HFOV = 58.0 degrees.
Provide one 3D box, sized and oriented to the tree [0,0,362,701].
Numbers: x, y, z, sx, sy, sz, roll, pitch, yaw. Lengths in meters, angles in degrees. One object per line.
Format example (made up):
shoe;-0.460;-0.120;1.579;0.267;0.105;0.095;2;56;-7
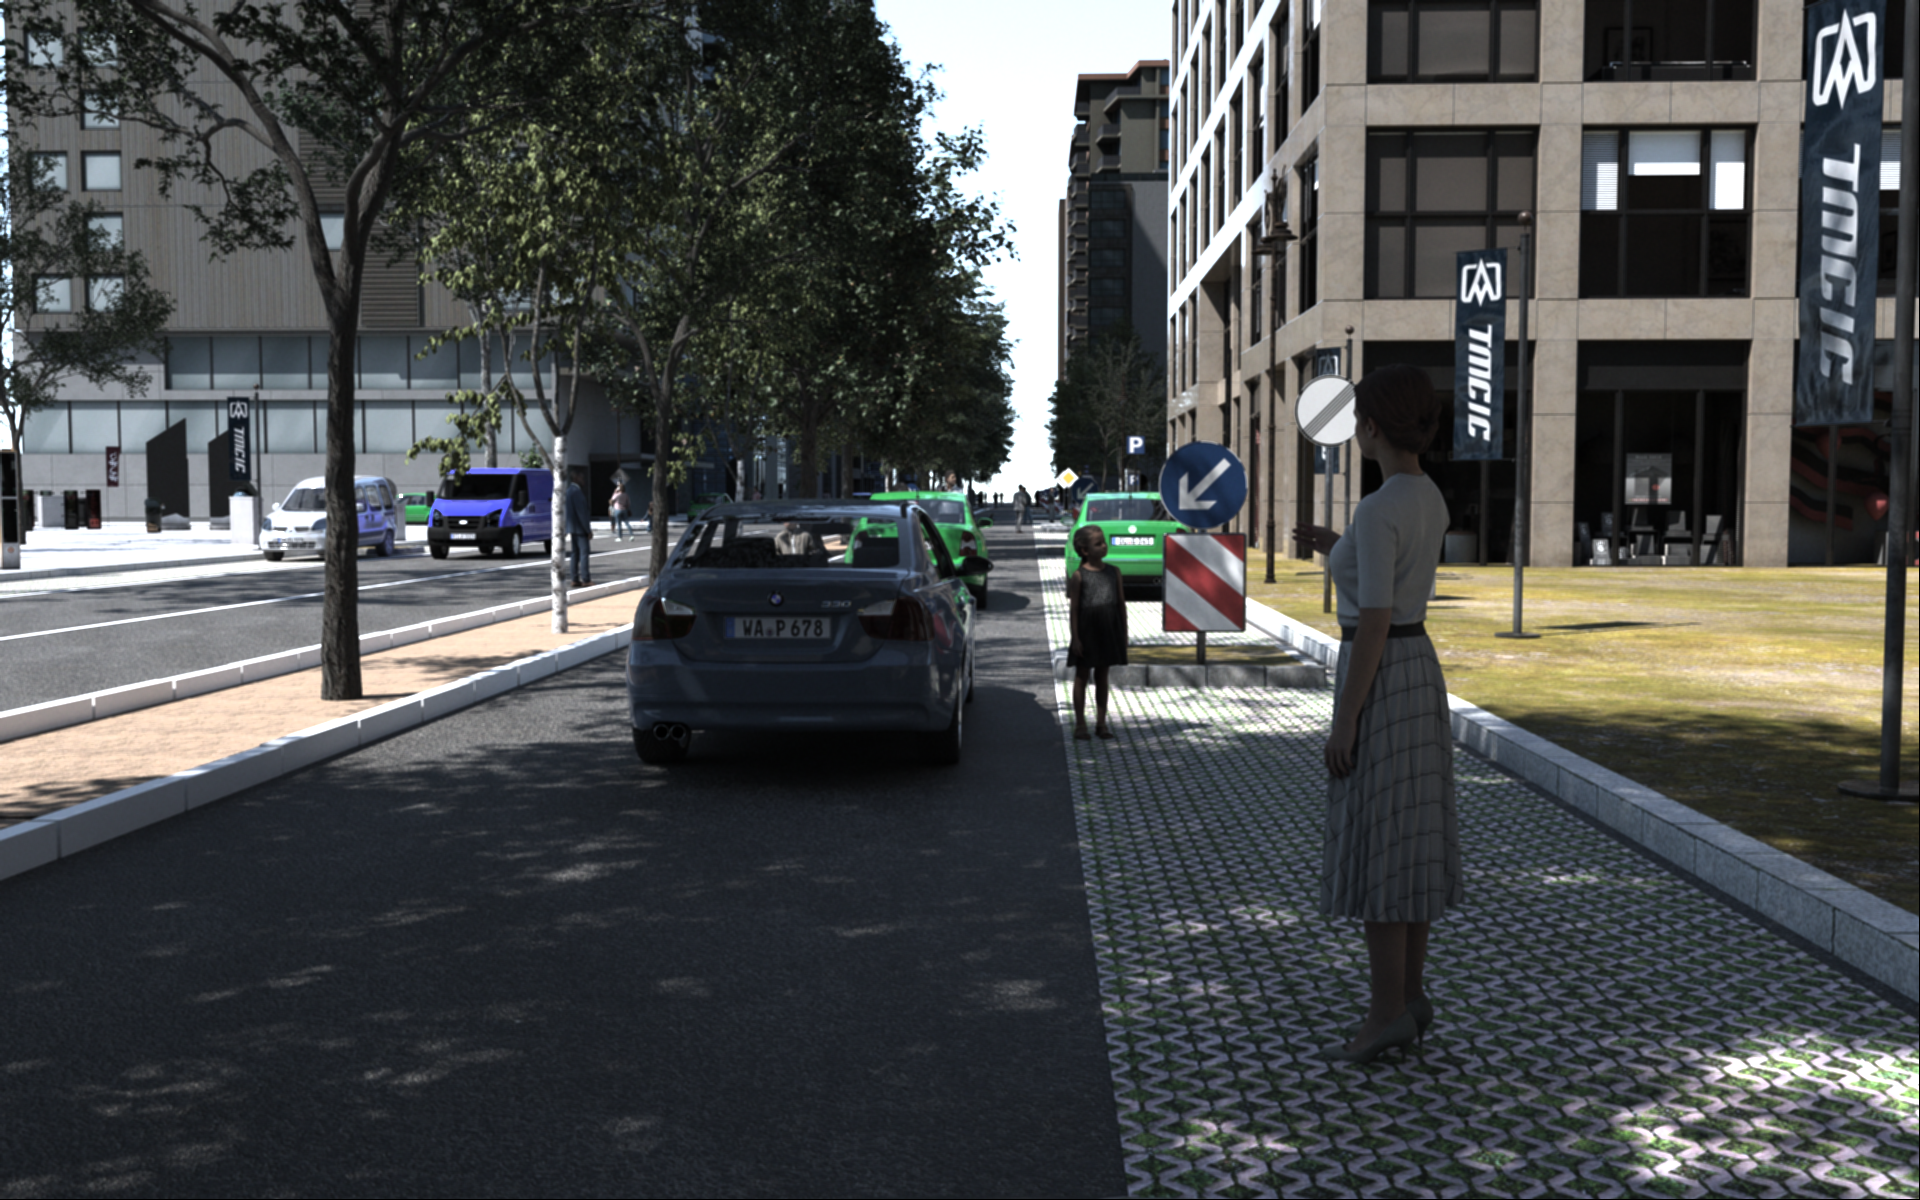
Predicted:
tree;-4.341;-4.558;11.386;8.767;10.594;7.601;0;4;2

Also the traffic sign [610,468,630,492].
traffic sign;-12.982;-3.822;66.135;0.795;2.450;0.064;0;4;2

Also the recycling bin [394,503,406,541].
recycling bin;-15.615;-2.123;47.271;0.722;1.027;0.722;-3;5;-43

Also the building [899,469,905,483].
building;-21.168;-26.626;280.366;27.650;21.520;28.899;0;4;2

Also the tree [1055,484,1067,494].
tree;11.642;-12.626;201.041;1.663;3.219;1.824;0;3;0

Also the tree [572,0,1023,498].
tree;-3.412;-7.298;38.789;9.611;12.733;9.660;0;3;0

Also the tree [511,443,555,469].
tree;-15.847;-4.294;64.812;1.663;3.219;1.824;0;3;0

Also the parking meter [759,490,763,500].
parking meter;-12.867;-6.291;111.275;0.372;1.533;0.369;0;3;0

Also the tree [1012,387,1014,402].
tree;-1.488;-9.336;89.505;8.767;10.594;7.601;0;4;2

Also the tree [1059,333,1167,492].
tree;7.625;-7.899;79.504;4.360;8.622;3.978;0;3;0

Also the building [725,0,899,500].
building;-19.642;-57.195;247.813;22.319;86.520;31.000;0;4;2

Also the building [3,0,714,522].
building;-28.563;-30.564;88.967;28.713;52.752;27.495;0;4;2

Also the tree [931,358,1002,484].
tree;-0.808;-10.873;105.993;9.928;11.665;9.643;0;3;0

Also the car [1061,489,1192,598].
car;2.422;-0.988;24.947;1.959;1.807;4.718;0;4;4

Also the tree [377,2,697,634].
tree;-4.124;-3.968;17.699;4.737;8.622;4.395;0;3;0

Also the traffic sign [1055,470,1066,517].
traffic sign;4.414;-4.268;73.419;0.795;2.450;0.064;0;4;2

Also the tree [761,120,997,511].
tree;-3.034;-7.757;47.418;7.486;12.596;7.792;0;3;0

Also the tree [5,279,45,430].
tree;-30.116;-6.263;52.755;4.360;8.622;3.978;0;3;0

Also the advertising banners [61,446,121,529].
advertising banners;-31.713;-4.104;63.284;2.074;3.025;0.090;-3;5;-42

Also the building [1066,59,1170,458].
building;22.731;-32.077;179.076;22.147;44.769;28.867;0;4;2

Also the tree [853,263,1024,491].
tree;-1.543;-10.447;79.920;9.857;13.997;8.962;0;3;0

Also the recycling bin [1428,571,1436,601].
recycling bin;5.269;-0.515;20.978;0.722;1.027;0.722;-1;4;-22

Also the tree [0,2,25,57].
tree;-15.818;-10.122;21.381;12.611;20.169;13.585;0;3;0

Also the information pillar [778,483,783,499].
information pillar;-12.436;-7.059;119.903;0.304;2.012;0.304;-1;4;-11

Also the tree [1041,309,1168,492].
tree;7.470;-9.321;86.806;7.601;10.594;8.767;1;4;11

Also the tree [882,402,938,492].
tree;-2.304;-6.286;55.597;4.360;8.622;3.978;0;3;0

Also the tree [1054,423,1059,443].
tree;8.340;-10.126;115.926;4.360;8.622;3.978;0;3;0

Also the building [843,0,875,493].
building;-20.989;-47.177;209.596;20.563;71.187;20.611;0;4;2

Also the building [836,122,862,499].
building;-22.407;-34.562;188.782;21.300;48.544;21.600;0;4;2

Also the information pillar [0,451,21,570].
information pillar;-16.193;-1.524;29.406;0.304;2.012;0.304;3;5;42

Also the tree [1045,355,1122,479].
tree;10.170;-13.591;140.332;7.486;12.596;7.792;0;3;0

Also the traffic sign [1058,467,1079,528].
traffic sign;4.098;-3.780;65.441;0.795;2.450;0.064;0;4;2

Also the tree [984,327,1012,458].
tree;-2.668;-7.657;62.058;8.767;10.594;7.601;0;4;2

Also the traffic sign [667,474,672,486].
traffic sign;-12.666;-4.310;74.114;0.795;2.450;0.064;0;4;2

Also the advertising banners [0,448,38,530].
advertising banners;-36.065;-4.332;67.014;0.090;3.025;2.074;2;4;30

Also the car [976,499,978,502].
car;2.597;-16.408;280.072;2.131;1.459;4.920;0;4;1

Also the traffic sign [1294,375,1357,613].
traffic sign;3.959;-1.130;18.582;0.768;2.556;0.104;0;4;3

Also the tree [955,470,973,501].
tree;0.585;-11.344;138.289;4.737;8.622;4.395;0;3;0

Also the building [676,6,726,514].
building;-23.877;-49.681;124.958;22.319;86.520;31.000;0;4;2

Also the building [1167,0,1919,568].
building;16.603;-14.788;46.298;19.350;26.468;34.151;0;4;2

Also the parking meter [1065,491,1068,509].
parking meter;9.123;-8.521;147.730;0.372;1.533;0.369;0;3;0

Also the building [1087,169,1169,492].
building;18.596;-23.635;158.130;14.160;30.474;14.107;0;4;2

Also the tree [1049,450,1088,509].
tree;9.859;-12.180;149.509;4.737;8.622;4.395;0;3;0

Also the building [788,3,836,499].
building;-23.777;-37.989;163.120;21.231;58.520;28.212;0;4;2

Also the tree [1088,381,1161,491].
tree;10.706;-9.737;109.564;4.737;8.622;4.395;0;3;0

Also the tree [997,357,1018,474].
tree;0.016;-11.900;115.149;7.486;12.596;7.792;0;3;0

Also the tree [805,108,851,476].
tree;-3.880;-4.734;30.213;4.737;8.622;4.395;0;3;0

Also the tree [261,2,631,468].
tree;-16.147;-12.181;55.046;12.611;20.169;13.585;0;3;0

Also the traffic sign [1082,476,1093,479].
traffic sign;6.964;-5.661;94.683;0.606;2.300;0.079;0;4;8

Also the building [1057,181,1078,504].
building;21.293;-36.981;254.750;14.600;45.320;14.200;0;4;2
